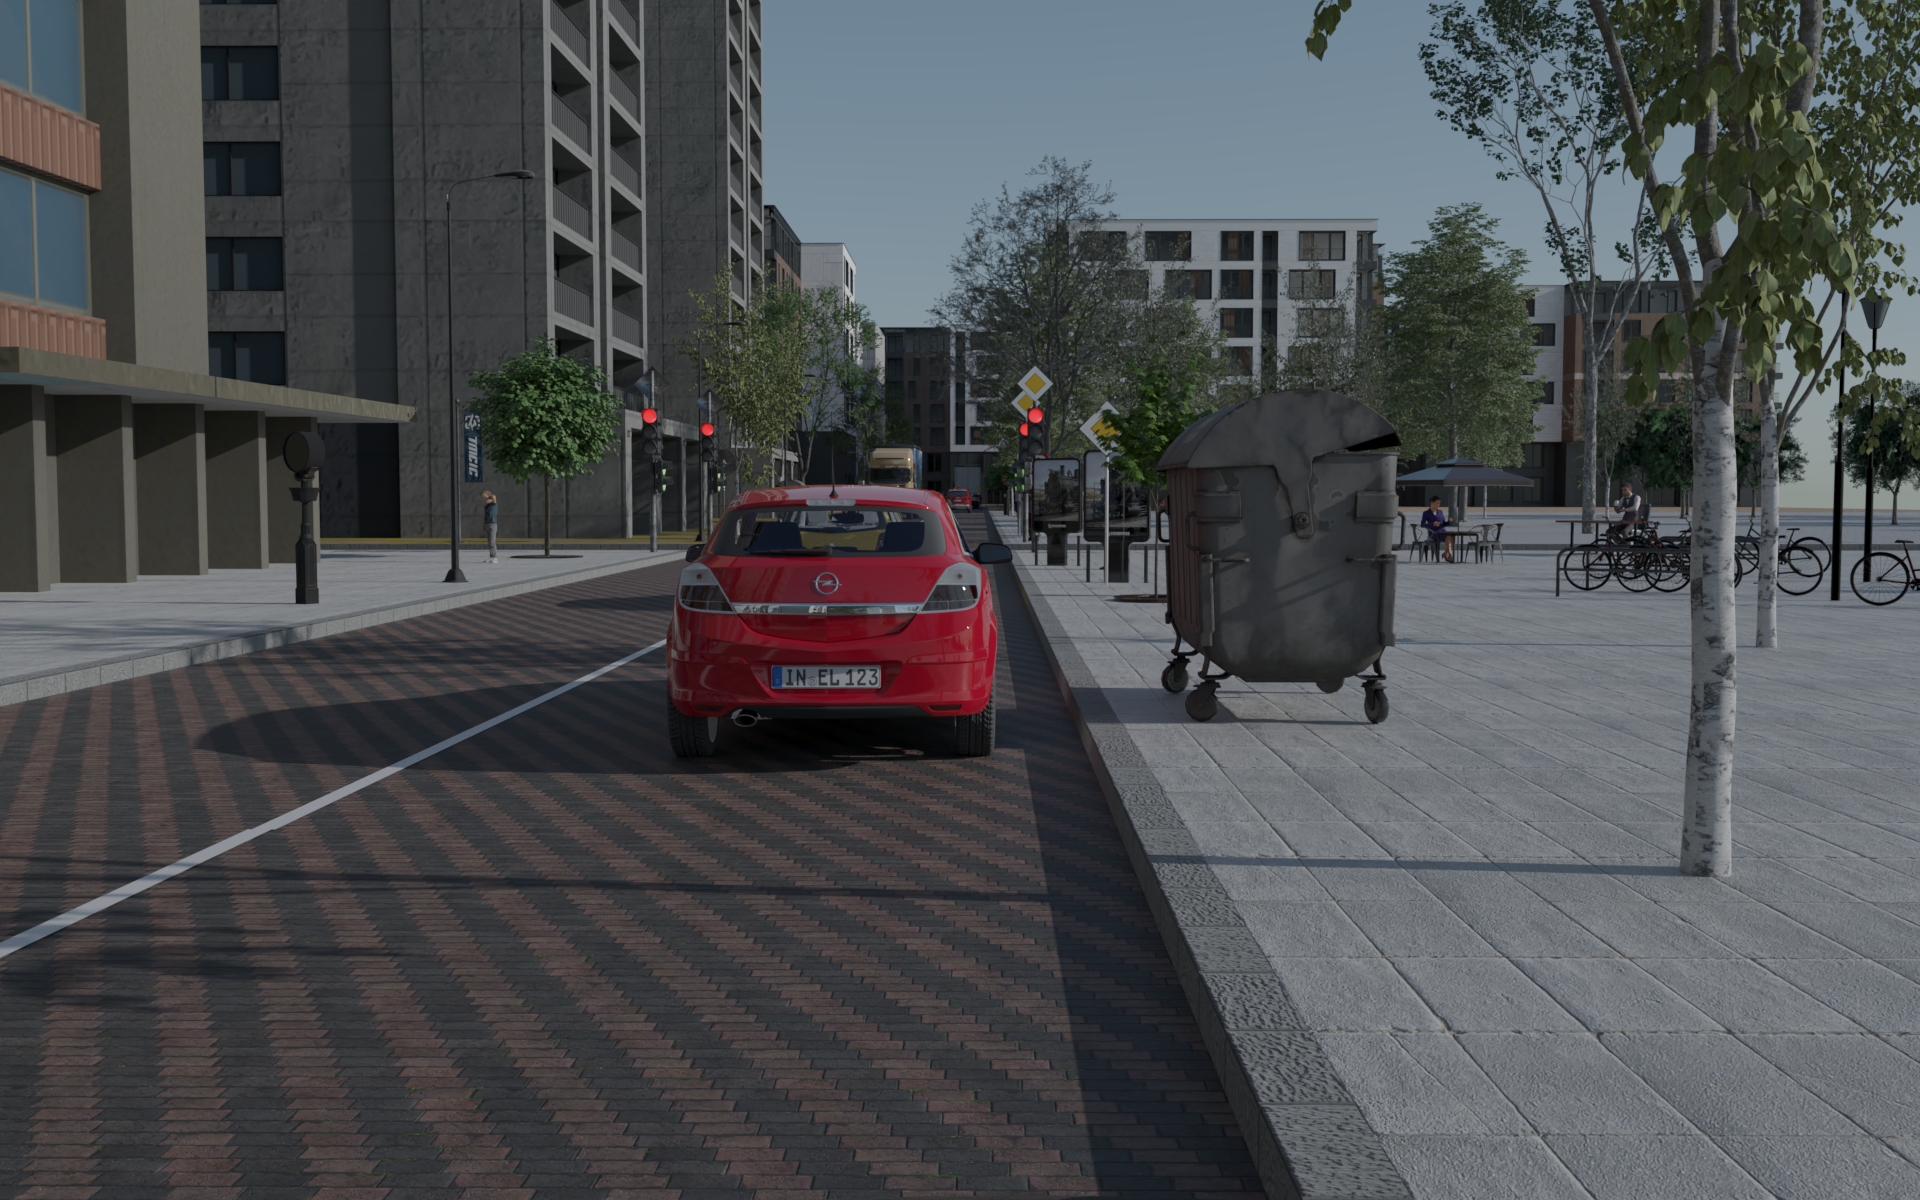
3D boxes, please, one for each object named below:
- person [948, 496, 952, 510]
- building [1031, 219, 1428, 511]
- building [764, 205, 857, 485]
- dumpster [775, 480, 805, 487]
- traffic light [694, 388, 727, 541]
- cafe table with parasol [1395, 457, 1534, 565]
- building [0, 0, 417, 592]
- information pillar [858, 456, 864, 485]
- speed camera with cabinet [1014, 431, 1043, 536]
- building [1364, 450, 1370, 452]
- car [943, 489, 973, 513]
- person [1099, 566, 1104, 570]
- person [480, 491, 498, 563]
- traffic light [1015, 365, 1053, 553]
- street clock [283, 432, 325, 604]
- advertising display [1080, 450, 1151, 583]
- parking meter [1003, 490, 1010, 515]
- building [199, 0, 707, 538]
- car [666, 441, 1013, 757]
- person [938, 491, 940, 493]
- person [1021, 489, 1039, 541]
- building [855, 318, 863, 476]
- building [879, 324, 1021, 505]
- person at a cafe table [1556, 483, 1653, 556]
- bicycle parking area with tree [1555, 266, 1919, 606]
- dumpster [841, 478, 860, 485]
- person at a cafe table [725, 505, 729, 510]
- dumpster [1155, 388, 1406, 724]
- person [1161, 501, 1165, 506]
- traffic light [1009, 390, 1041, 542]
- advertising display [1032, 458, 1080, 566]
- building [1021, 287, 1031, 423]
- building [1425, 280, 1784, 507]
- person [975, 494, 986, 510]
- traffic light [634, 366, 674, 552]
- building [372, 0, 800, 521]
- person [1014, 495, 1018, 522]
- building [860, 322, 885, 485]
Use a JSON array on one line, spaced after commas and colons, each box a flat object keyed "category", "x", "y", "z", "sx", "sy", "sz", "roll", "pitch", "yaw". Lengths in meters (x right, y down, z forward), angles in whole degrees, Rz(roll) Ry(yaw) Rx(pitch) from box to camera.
[{"category": "person", "x": -0.549, "y": -5.318, "z": 99.365, "sx": 0.340, "sy": 1.345, "sz": 0.435, "roll": -1, "pitch": 4, "yaw": -8}, {"category": "building", "x": 20.671, "y": -18.421, "z": 145.155, "sx": 27.936, "sy": 21.610, "sz": 32.646, "roll": 0, "pitch": 4, "yaw": 1}, {"category": "building", "x": -23.416, "y": -18.045, "z": 139.012, "sx": 27.936, "sy": 21.610, "sz": 32.646, "roll": 0, "pitch": 4, "yaw": 1}, {"category": "dumpster", "x": -6.799, "y": -3.925, "z": 69.927, "sx": 1.264, "sy": 1.857, "sz": 1.865, "roll": 0, "pitch": 4, "yaw": 1}, {"category": "traffic light", "x": -6.639, "y": -3.493, "z": 46.031, "sx": 0.839, "sy": 4.253, "sz": 0.868, "roll": 0, "pitch": 4, "yaw": 1}, {"category": "cafe table with parasol", "x": 9.248, "y": -1.667, "z": 32.122, "sx": 2.610, "sy": 1.966, "sz": 2.610, "roll": 3, "pitch": 4, "yaw": 39}, {"category": "building", "x": -25.381, "y": -22.520, "z": 22.829, "sx": 28.867, "sy": 44.769, "sz": 22.147, "roll": 0, "pitch": 4, "yaw": 1}, {"category": "information pillar", "x": -6.090, "y": -7.070, "z": 106.941, "sx": 0.183, "sy": 3.616, "sz": 0.504, "roll": -3, "pitch": 5, "yaw": -44}, {"category": "speed camera with cabinet", "x": 2.158, "y": -3.655, "z": 54.100, "sx": 0.660, "sy": 3.252, "sz": 2.038, "roll": 0, "pitch": 4, "yaw": -7}, {"category": "building", "x": 51.684, "y": -21.911, "z": 214.656, "sx": 11.380, "sy": 20.091, "sz": 16.016, "roll": 0, "pitch": 4, "yaw": 1}, {"category": "car", "x": -0.145, "y": -7.439, "z": 130.299, "sx": 2.281, "sy": 1.827, "sz": 5.304, "roll": 0, "pitch": 4, "yaw": 1}, {"category": "person", "x": 2.576, "y": -1.406, "z": 29.565, "sx": 0.617, "sy": 1.759, "sz": 0.750, "roll": -1, "pitch": 4, "yaw": -17}, {"category": "person", "x": -8.801, "y": -1.375, "z": 32.435, "sx": 0.435, "sy": 1.345, "sz": 0.340, "roll": 2, "pitch": 4, "yaw": 29}, {"category": "traffic light", "x": 1.626, "y": -2.999, "z": 37.961, "sx": 0.839, "sy": 4.253, "sz": 0.868, "roll": 0, "pitch": 4, "yaw": 1}, {"category": "street clock", "x": -7.632, "y": -0.955, "z": 20.189, "sx": 0.471, "sy": 2.002, "sz": 0.358, "roll": 2, "pitch": 4, "yaw": 31}, {"category": "advertising display", "x": 2.271, "y": -1.214, "z": 25.057, "sx": 0.974, "sy": 1.923, "sz": 0.123, "roll": 1, "pitch": 4, "yaw": 16}, {"category": "parking meter", "x": 2.833, "y": -5.931, "z": 105.384, "sx": 0.372, "sy": 1.533, "sz": 0.369, "roll": 0, "pitch": 3, "yaw": 0}, {"category": "building", "x": -19.723, "y": -37.928, "z": 58.383, "sx": 20.563, "sy": 71.187, "sz": 20.611, "roll": 0, "pitch": 4, "yaw": 1}, {"category": "car", "x": -0.719, "y": -0.116, "z": 10.940, "sx": 2.155, "sy": 1.783, "sz": 4.494, "roll": 0, "pitch": 4, "yaw": -1}, {"category": "person", "x": -2.340, "y": -11.299, "z": 193.903, "sx": 0.621, "sy": 1.740, "sz": 0.551, "roll": 1, "pitch": 4, "yaw": 16}, {"category": "person", "x": 1.904, "y": -2.465, "z": 47.037, "sx": 0.565, "sy": 1.739, "sz": 0.600, "roll": 2, "pitch": 4, "yaw": 27}, {"category": "building", "x": -16.990, "y": -18.626, "z": 160.955, "sx": 16.016, "sy": 20.091, "sz": 11.380, "roll": 0, "pitch": 4, "yaw": 1}, {"category": "building", "x": -3.202, "y": -23.145, "z": 222.400, "sx": 32.646, "sy": 21.610, "sz": 27.936, "roll": 0, "pitch": 4, "yaw": 1}, {"category": "person at a cafe table", "x": 13.758, "y": -1.705, "z": 36.391, "sx": 1.622, "sy": 1.524, "sz": 1.698, "roll": -2, "pitch": 4, "yaw": -26}, {"category": "bicycle parking area with tree", "x": 11.995, "y": -2.191, "z": 22.821, "sx": 9.016, "sy": 4.147, "sz": 8.231, "roll": 3, "pitch": 5, "yaw": 45}, {"category": "dumpster", "x": -6.465, "y": -6.181, "z": 103.558, "sx": 1.502, "sy": 2.255, "sz": 1.985, "roll": 0, "pitch": 4, "yaw": 1}, {"category": "person at a cafe table", "x": -11.246, "y": -4.773, "z": 88.904, "sx": 1.726, "sy": 1.238, "sz": 1.698, "roll": -1, "pitch": 4, "yaw": -17}, {"category": "dumpster", "x": 1.883, "y": -0.283, "z": 10.385, "sx": 1.264, "sy": 1.857, "sz": 1.865, "roll": 0, "pitch": 4, "yaw": 1}, {"category": "person", "x": 4.588, "y": -1.903, "z": 37.613, "sx": 0.568, "sy": 1.767, "sz": 0.683, "roll": -2, "pitch": 4, "yaw": -28}, {"category": "traffic light", "x": 1.722, "y": -3.488, "z": 45.946, "sx": 0.839, "sy": 4.253, "sz": 0.868, "roll": 0, "pitch": 4, "yaw": 1}, {"category": "advertising display", "x": 1.742, "y": -1.577, "z": 31.002, "sx": 0.974, "sy": 1.923, "sz": 0.123, "roll": 2, "pitch": 4, "yaw": 30}, {"category": "building", "x": 20.906, "y": -20.424, "z": 177.906, "sx": 27.936, "sy": 21.610, "sz": 32.646, "roll": 0, "pitch": 4, "yaw": 1}, {"category": "building", "x": 62.591, "y": -20.539, "z": 179.779, "sx": 32.646, "sy": 21.610, "sz": 27.936, "roll": 0, "pitch": 4, "yaw": 1}, {"category": "person", "x": 1.838, "y": -8.695, "z": 153.879, "sx": 0.991, "sy": 1.433, "sz": 0.599, "roll": 1, "pitch": 4, "yaw": 14}, {"category": "traffic light", "x": -6.735, "y": -3.005, "z": 38.046, "sx": 0.839, "sy": 4.253, "sz": 0.868, "roll": 0, "pitch": 4, "yaw": 1}, {"category": "building", "x": -19.959, "y": -40.444, "z": 99.516, "sx": 20.563, "sy": 71.187, "sz": 20.611, "roll": 0, "pitch": 4, "yaw": 1}, {"category": "person", "x": 2.696, "y": -4.329, "z": 79.190, "sx": 0.453, "sy": 1.535, "sz": 0.546, "roll": -1, "pitch": 4, "yaw": -23}, {"category": "building", "x": -24.299, "y": -19.582, "z": 186.625, "sx": 31.486, "sy": 18.905, "sz": 16.747, "roll": 0, "pitch": 4, "yaw": 1}]
